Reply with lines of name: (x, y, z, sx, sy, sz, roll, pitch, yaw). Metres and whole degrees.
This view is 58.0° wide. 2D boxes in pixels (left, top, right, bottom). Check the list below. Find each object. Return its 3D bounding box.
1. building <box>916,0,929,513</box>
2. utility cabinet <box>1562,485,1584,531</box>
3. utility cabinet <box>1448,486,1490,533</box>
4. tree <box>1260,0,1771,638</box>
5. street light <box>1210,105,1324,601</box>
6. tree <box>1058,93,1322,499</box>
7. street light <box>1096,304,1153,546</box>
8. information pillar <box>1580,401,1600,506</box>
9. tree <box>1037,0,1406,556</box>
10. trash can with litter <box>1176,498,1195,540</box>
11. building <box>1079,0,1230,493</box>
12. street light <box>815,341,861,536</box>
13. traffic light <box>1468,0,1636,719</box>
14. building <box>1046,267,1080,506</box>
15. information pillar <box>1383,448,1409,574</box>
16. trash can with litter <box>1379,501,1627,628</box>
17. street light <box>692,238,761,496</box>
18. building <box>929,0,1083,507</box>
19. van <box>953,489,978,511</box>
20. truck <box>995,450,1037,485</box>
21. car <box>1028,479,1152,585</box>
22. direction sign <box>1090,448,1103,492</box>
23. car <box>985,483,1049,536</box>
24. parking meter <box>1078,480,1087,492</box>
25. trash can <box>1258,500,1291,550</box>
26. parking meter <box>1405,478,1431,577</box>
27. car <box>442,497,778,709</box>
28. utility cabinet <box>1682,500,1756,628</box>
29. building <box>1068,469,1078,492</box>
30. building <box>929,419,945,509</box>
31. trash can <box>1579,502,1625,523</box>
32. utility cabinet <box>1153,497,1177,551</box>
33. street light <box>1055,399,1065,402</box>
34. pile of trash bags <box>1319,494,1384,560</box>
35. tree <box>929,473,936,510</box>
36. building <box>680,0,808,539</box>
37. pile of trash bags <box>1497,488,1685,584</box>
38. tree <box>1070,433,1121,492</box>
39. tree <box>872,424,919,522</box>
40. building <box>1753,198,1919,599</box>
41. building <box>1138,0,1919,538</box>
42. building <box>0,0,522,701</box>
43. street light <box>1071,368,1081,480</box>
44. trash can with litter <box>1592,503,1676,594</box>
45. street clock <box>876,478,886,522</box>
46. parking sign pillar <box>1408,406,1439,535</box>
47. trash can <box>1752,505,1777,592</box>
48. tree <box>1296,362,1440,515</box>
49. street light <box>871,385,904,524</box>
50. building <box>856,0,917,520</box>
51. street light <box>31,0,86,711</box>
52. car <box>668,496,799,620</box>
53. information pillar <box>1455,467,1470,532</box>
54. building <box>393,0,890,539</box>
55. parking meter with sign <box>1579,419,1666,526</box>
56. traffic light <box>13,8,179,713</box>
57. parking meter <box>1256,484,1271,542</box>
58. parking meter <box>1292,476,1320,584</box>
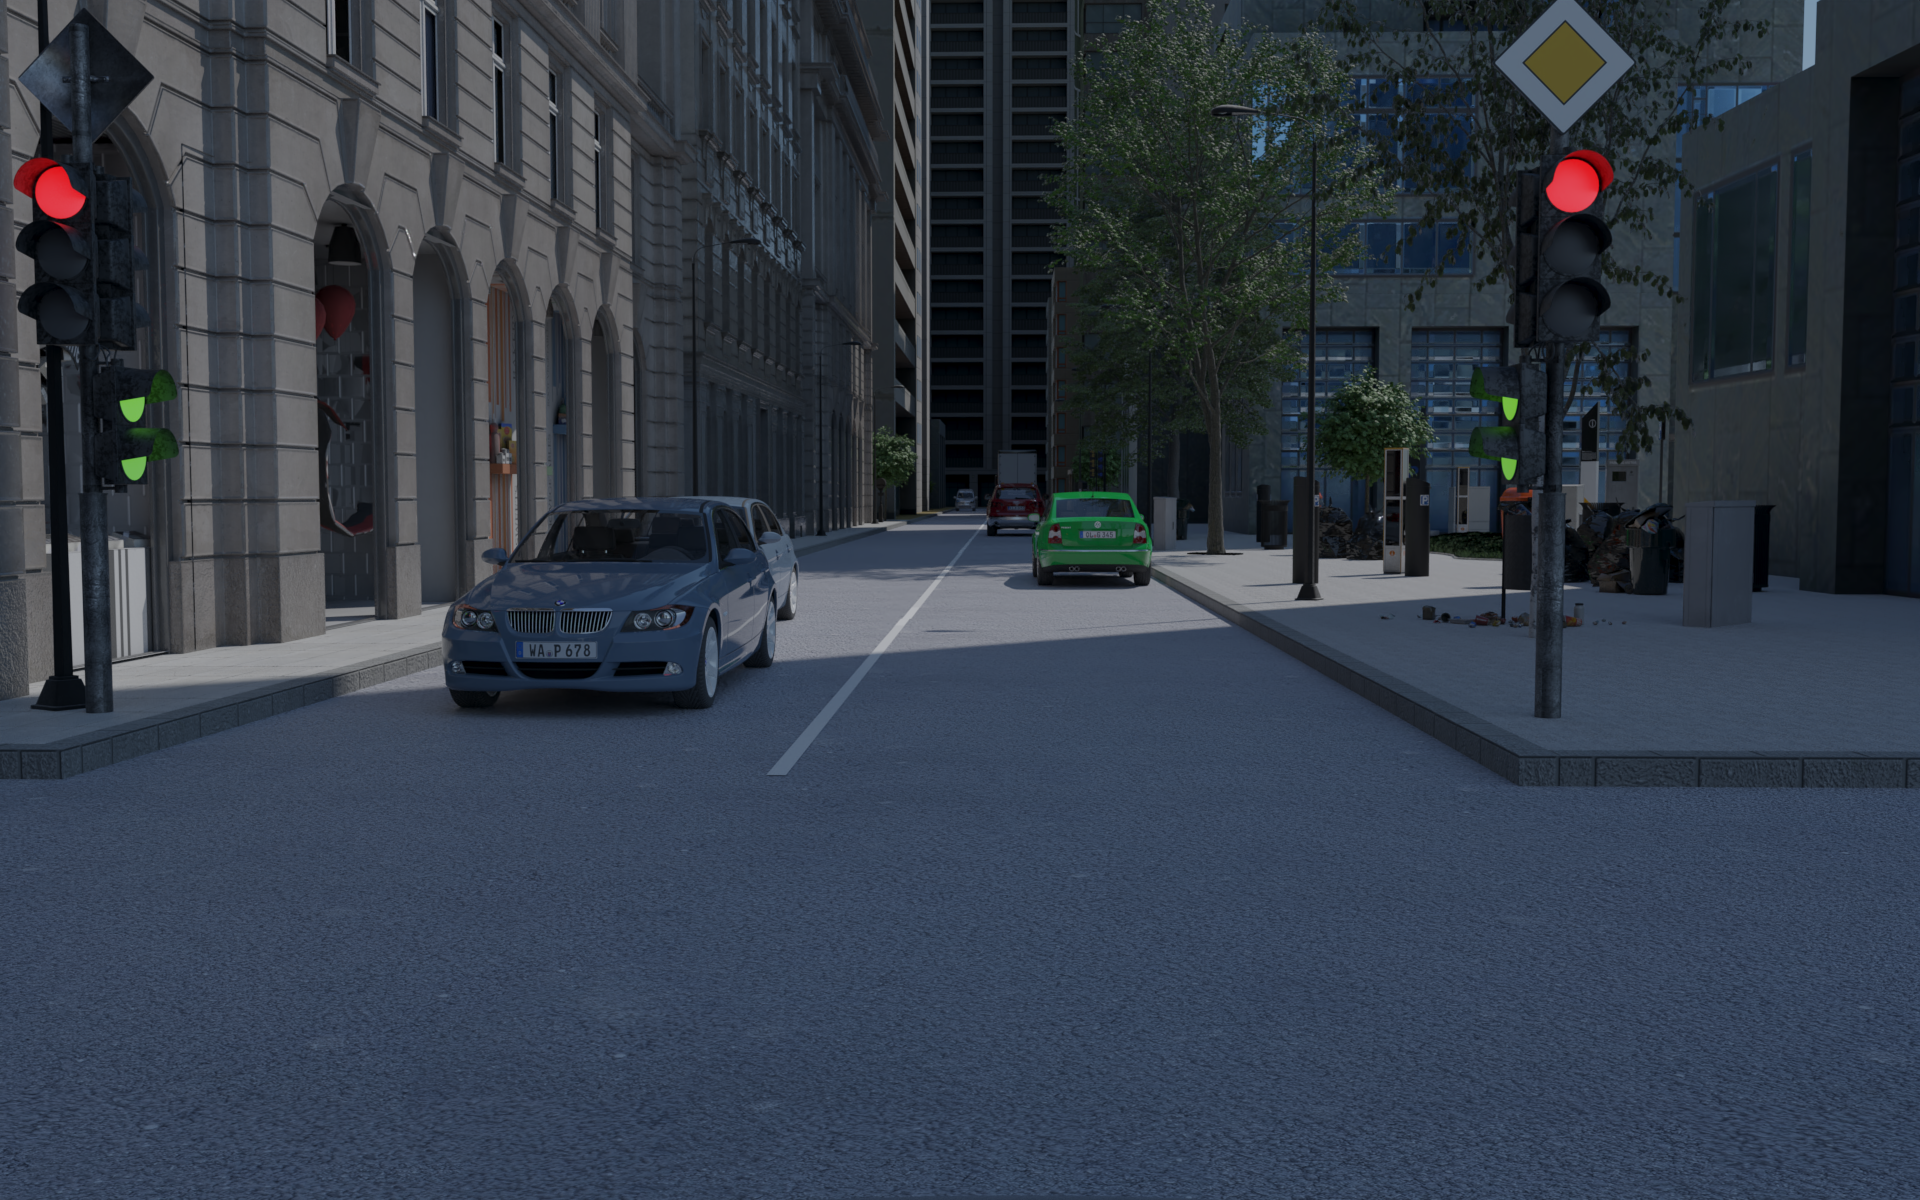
building: (-13.272, -35.376, 120.389, 21.231, 58.520, 28.212, 0, 4, 2)
utility cabinet: (14.150, -1.976, 40.984, 0.318, 1.500, 1.173, -3, 4, -36)
utility cabinet: (14.882, -2.567, 50.656, 1.173, 1.500, 0.318, -1, 4, -15)
tree: (4.985, -3.956, 15.044, 4.360, 8.622, 3.978, 0, 3, 0)
street light: (3.693, -2.954, 20.844, 1.470, 5.913, 1.316, 0, 4, 2)
tree: (6.570, -8.048, 49.712, 7.486, 12.596, 7.792, 0, 3, 0)
street light: (4.116, -4.279, 42.509, 1.470, 5.913, 1.316, 0, 4, 2)
information pillar: (16.015, -3.221, 44.023, 0.183, 3.616, 0.504, -2, 4, -33)
tree: (5.236, -6.760, 36.277, 9.928, 11.665, 9.643, 0, 3, 0)
trash can with litter: (6.009, -2.239, 47.996, 0.624, 1.170, 1.055, 2, 4, 34)
building: (13.912, -20.129, 100.811, 14.160, 30.474, 14.107, 0, 4, 2)
street light: (-3.706, -4.909, 52.805, 1.470, 5.913, 1.316, 0, 4, 2)
traffic light: (3.363, -1.280, 9.850, 0.839, 4.253, 0.868, 0, 4, 2)
building: (21.417, -18.426, 146.310, 27.650, 21.520, 28.899, 0, 4, 2)
information pillar: (6.984, -1.422, 27.749, 0.304, 2.012, 0.304, 2, 4, 33)
trash can with litter: (5.333, -0.380, 17.270, 2.233, 1.210, 1.678, 3, 5, 39)
street light: (-4.299, -3.611, 31.574, 1.470, 5.913, 1.316, 0, 4, 2)
building: (6.812, -45.236, 177.862, 20.611, 71.187, 20.563, 0, 4, 2)
van: (0.476, -8.434, 144.902, 2.013, 2.044, 4.112, 0, 4, 1)
truck: (3.762, -7.761, 115.804, 2.839, 4.237, 11.283, 0, 4, 1)
car: (2.111, -1.207, 28.526, 1.959, 1.807, 4.718, 0, 4, 0)
direction sign: (6.626, -5.640, 84.214, 0.379, 3.537, 0.876, -3, 5, -41)
car: (1.983, -3.168, 60.473, 2.281, 1.827, 5.304, 0, 4, 2)
parking meter: (5.235, -4.162, 73.758, 0.255, 1.863, 0.399, -2, 4, -26)
trash can: (7.267, -1.737, 40.051, 0.748, 1.137, 0.748, 0, 3, 0)
parking meter: (7.132, -1.137, 26.995, 0.372, 1.533, 0.369, 0, 3, 0)
car: (-2.465, -0.068, 13.114, 2.014, 1.417, 4.499, 0, 4, 2)
utility cabinet: (7.456, -0.359, 17.029, 1.020, 1.237, 0.306, -3, 5, -45)
building: (23.794, -26.139, 119.258, 32.217, 40.220, 23.993, 0, 4, 2)
building: (-17.195, -51.144, 148.873, 31.000, 86.520, 22.319, 0, 4, 2)
trash can: (10.886, -1.087, 29.419, 0.748, 1.137, 0.748, 0, 3, 0)
utility cabinet: (4.715, -1.750, 39.777, 0.306, 1.237, 1.020, 1, 4, 21)
street light: (5.353, -6.876, 84.971, 1.470, 5.913, 1.316, 0, 4, 2)
pile of trash bags: (7.902, -1.558, 35.219, 1.912, 1.369, 3.447, -2, 4, -24)
tree: (-2.638, -8.781, 138.178, 1.663, 3.219, 1.824, 0, 3, 0)
building: (-9.594, -11.871, 43.241, 9.793, 20.994, 18.267, 0, 4, 2)
pile of trash bags: (8.985, -0.928, 24.918, 3.447, 1.369, 1.912, -2, 4, -34)
tree: (7.389, -6.652, 92.476, 4.285, 4.588, 4.351, 0, 3, 0)
tree: (-3.585, -5.979, 81.470, 4.285, 4.588, 4.351, 0, 3, 0)
building: (26.640, -43.152, 18.200, 31.000, 86.520, 22.319, 0, 4, 2)
building: (18.662, -46.138, 67.024, 22.319, 86.520, 31.000, 0, 4, 2)
building: (-11.489, -10.986, 21.421, 13.314, 21.916, 24.055, 0, 4, 2)
street light: (4.786, -5.578, 63.738, 1.470, 5.913, 1.316, 0, 4, 2)
trash can with litter: (8.629, -0.665, 22.258, 0.624, 1.170, 1.055, -2, 4, -32)
street clock: (-3.576, -4.505, 78.228, 0.471, 2.002, 0.358, 1, 4, 12)
parking sign pillar: (13.810, -3.915, 52.486, 1.447, 3.967, 1.447, 1, 4, 22)
trash can: (10.347, -0.685, 22.855, 0.748, 1.137, 0.748, 0, 3, 0)
tree: (10.155, -3.620, 42.903, 4.285, 4.588, 4.351, 0, 3, 0)
street light: (-3.097, -6.211, 74.093, 1.470, 5.913, 1.316, 0, 4, 2)
building: (-13.624, -28.877, 95.834, 21.300, 48.544, 21.600, 0, 4, 2)
street light: (-4.837, -2.303, 10.201, 1.470, 5.913, 1.316, 0, 4, 2)
car: (-2.829, -0.400, 18.550, 2.014, 1.417, 4.499, 0, 4, 3)
information pillar: (13.630, -2.601, 47.024, 0.304, 2.012, 0.304, 0, 4, 5)
building: (-10.035, -13.612, 64.356, 13.314, 21.916, 24.055, 0, 4, 2)
parking meter with sign: (14.709, -2.585, 38.534, 1.738, 3.016, 0.543, 1, 4, 17)
traffic light: (-5.046, -1.294, 10.070, 0.839, 4.253, 0.868, 0, 4, 2)
parking meter: (8.065, -2.300, 46.013, 0.372, 1.533, 0.369, 0, 3, 0)
parking meter: (4.965, -1.006, 24.854, 0.372, 1.533, 0.369, 0, 3, 0)
